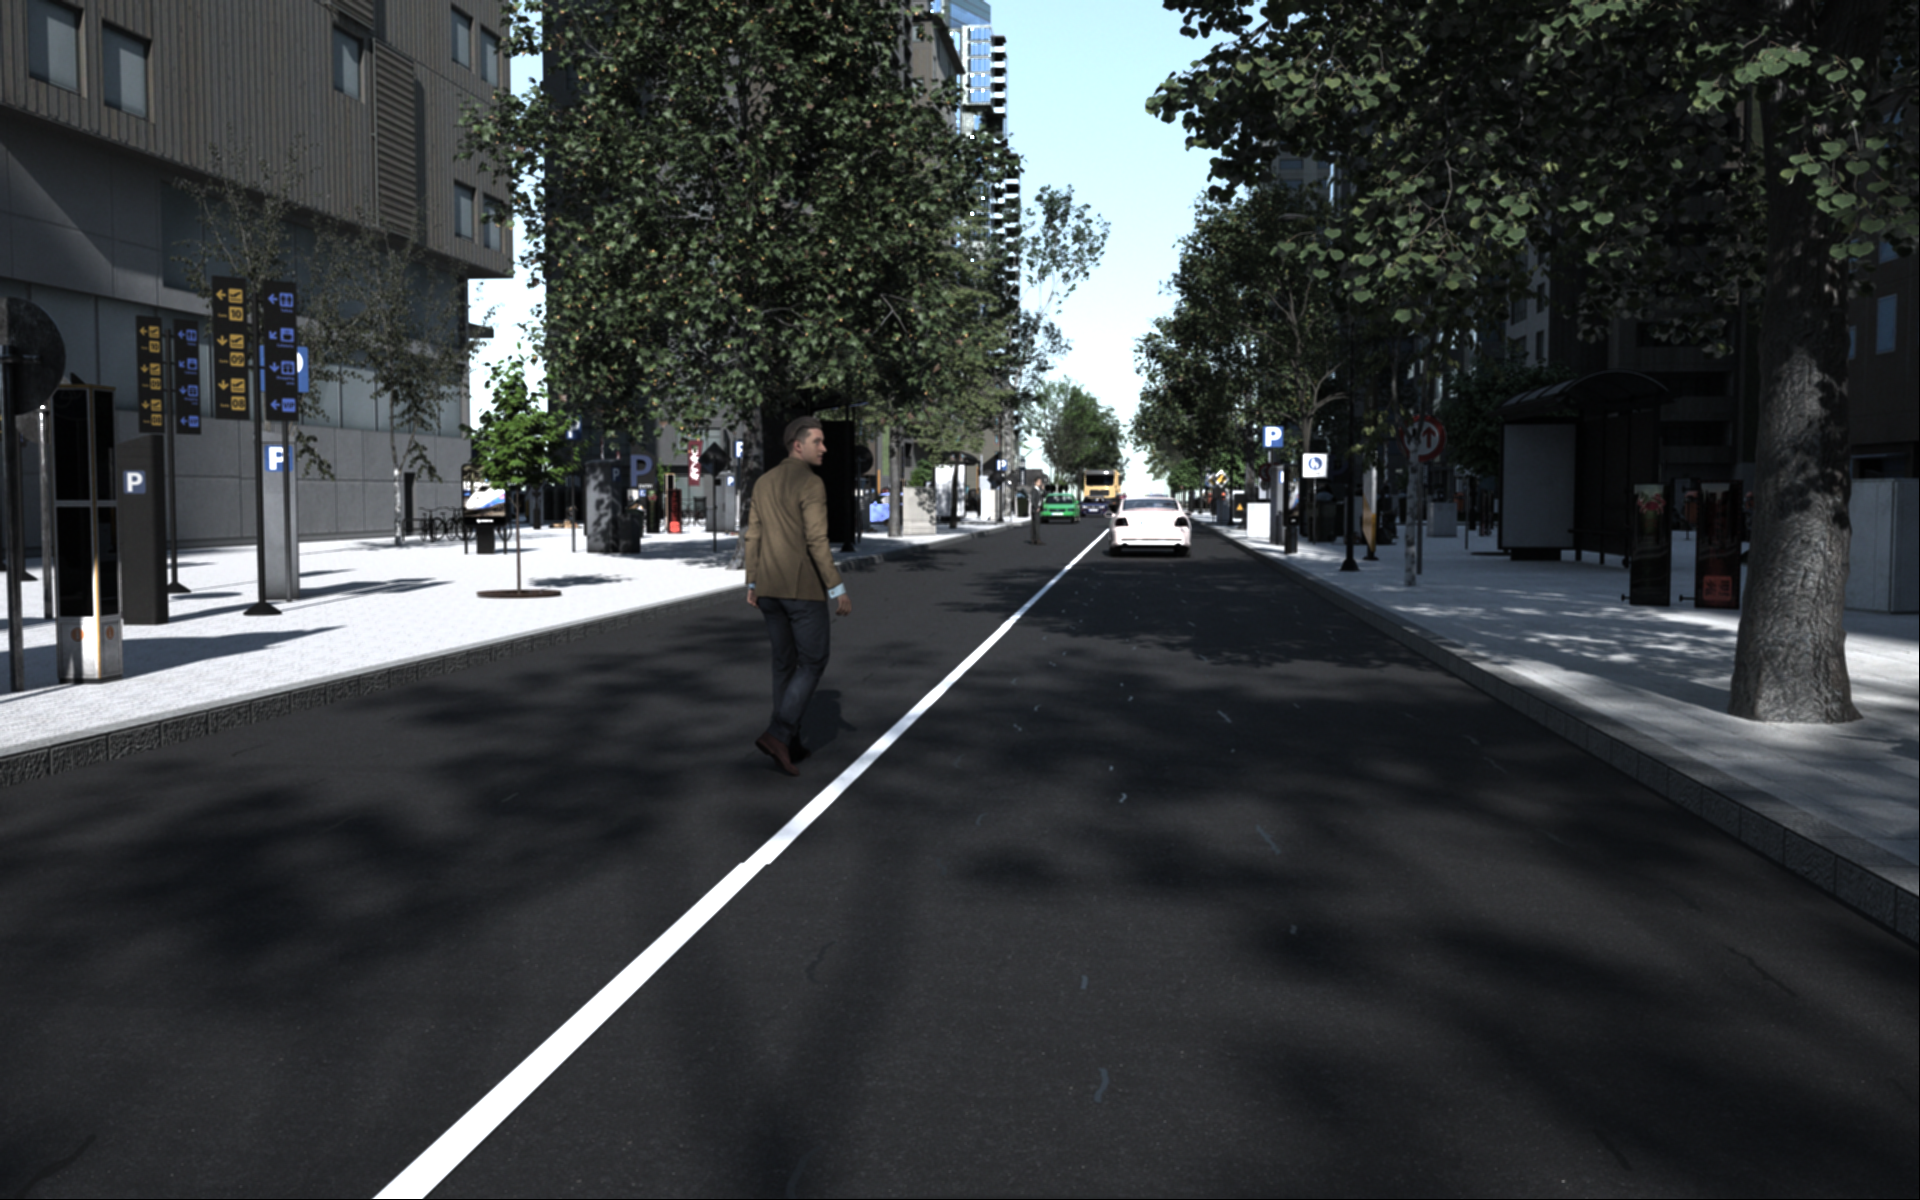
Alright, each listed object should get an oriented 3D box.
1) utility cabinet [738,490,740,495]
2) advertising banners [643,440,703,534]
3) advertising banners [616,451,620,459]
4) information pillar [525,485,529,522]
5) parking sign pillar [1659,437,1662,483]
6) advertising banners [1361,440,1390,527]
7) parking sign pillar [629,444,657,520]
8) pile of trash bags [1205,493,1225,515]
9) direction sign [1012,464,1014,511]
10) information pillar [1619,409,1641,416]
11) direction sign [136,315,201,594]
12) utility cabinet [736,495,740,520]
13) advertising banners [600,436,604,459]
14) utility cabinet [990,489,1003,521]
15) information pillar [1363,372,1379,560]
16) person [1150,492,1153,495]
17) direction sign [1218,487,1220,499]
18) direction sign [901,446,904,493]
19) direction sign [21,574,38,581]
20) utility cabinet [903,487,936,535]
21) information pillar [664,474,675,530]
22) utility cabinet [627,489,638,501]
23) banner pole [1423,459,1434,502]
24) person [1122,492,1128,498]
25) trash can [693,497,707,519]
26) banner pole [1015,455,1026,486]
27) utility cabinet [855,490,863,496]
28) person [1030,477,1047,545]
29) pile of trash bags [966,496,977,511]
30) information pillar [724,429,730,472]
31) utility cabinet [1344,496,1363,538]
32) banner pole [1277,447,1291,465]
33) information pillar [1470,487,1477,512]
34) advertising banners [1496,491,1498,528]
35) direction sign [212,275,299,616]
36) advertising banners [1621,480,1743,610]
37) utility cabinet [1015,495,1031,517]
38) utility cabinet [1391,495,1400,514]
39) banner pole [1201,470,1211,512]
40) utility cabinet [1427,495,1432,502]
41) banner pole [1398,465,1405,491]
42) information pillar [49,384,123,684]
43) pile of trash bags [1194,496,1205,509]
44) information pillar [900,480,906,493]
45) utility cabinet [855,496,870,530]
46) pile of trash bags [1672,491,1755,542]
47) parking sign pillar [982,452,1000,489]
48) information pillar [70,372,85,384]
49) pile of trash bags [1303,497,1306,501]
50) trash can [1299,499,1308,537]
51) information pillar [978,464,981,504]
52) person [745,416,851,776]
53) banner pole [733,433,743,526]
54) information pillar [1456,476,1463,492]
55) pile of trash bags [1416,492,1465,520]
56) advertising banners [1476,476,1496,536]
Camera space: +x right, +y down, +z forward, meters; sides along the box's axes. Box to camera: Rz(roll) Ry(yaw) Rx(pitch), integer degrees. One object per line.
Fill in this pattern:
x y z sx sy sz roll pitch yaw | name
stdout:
-11.373 -5.089 91.877 0.318 1.500 1.173 -2 4 -32 | utility cabinet
-9.296 -3.670 56.187 2.074 3.025 0.090 1 4 13 | advertising banners
-14.132 -4.546 70.512 0.090 3.025 2.074 -2 4 -27 | advertising banners
-20.106 -5.477 80.911 0.504 3.616 0.183 1 4 21 | information pillar
32.513 -5.707 81.785 1.447 3.967 1.447 -2 4 -29 | parking sign pillar
13.446 -3.648 55.838 0.090 3.025 2.074 2 4 35 | advertising banners
-15.648 -5.941 85.614 1.447 3.967 1.447 0 4 3 | parking sign pillar
16.123 -5.824 104.969 1.912 1.369 3.447 0 4 2 | pile of trash bags
3.983 -8.514 131.201 0.379 3.537 0.876 0 3 0 | direction sign
15.124 -2.923 39.143 0.504 3.616 0.183 2 4 24 | information pillar
-10.199 -1.859 22.393 0.379 3.537 0.876 2 4 30 | direction sign
-10.838 -4.640 87.021 0.306 1.237 1.020 -3 5 -40 | utility cabinet
-10.762 -3.371 51.309 0.090 3.025 2.074 0 4 2 | advertising banners
1.764 -4.560 83.243 0.318 1.500 1.173 1 4 18 | utility cabinet
7.969 -2.586 33.629 0.183 3.616 0.504 -1 4 -9 | information pillar
30.492 -16.424 276.903 0.709 1.838 0.599 -2 4 -33 | person
17.363 -7.589 116.076 0.876 3.537 0.379 -2 4 -28 | direction sign
-2.718 -5.504 81.981 0.379 3.537 0.876 -1 4 -9 | direction sign
-13.862 -2.050 25.518 0.876 3.537 0.379 2 4 24 | direction sign
-1.248 -2.751 53.658 0.318 1.500 1.173 3 5 44 | utility cabinet
-10.434 -3.531 62.218 0.304 2.012 0.304 -2 4 -27 | information pillar
-29.153 -8.860 153.544 1.173 1.500 0.318 0 4 1 | utility cabinet
24.129 -6.066 89.199 0.863 3.779 0.401 2 4 29 | banner pole
23.156 -14.293 242.871 1.217 1.739 0.721 -3 5 -40 | person
-13.446 -4.768 89.607 0.748 1.137 0.748 0 3 0 | trash can
3.869 -7.349 110.180 0.863 3.779 0.401 -3 4 -38 | banner pole
-5.482 -4.797 87.112 1.173 1.500 0.318 -1 4 -12 | utility cabinet
2.232 -2.525 49.138 0.474 1.900 0.648 0 4 4 | person
1.397 -7.604 134.074 1.912 1.369 3.447 3 5 44 | pile of trash bags
-8.366 -4.331 62.174 0.183 3.616 0.504 -2 4 -25 | information pillar
10.354 -2.083 45.226 0.306 1.237 1.020 3 4 36 | utility cabinet
15.357 -5.662 82.584 0.863 3.779 0.401 2 4 23 | banner pole
33.859 -6.706 114.132 0.304 2.012 0.304 -1 4 -14 | information pillar
19.651 -4.057 62.518 0.090 3.025 2.074 -2 4 -28 | advertising banners
-7.428 -1.611 18.337 0.876 3.537 0.379 -3 5 -45 | direction sign
8.455 -1.415 19.324 2.074 3.025 0.090 3 5 43 | advertising banners
3.659 -5.338 98.444 1.020 1.237 0.306 1 4 21 | utility cabinet
27.318 -5.896 107.561 1.020 1.237 0.306 0 4 7 | utility cabinet
17.665 -8.238 124.700 0.863 3.779 0.401 0 4 2 | banner pole
26.656 -5.324 98.203 0.306 1.237 1.020 1 4 19 | utility cabinet
38.400 -9.817 150.529 0.401 3.779 0.863 -2 4 -32 | banner pole
-5.936 -0.445 11.770 0.304 2.012 0.304 0 4 3 | information pillar
20.573 -8.224 144.208 1.912 1.369 3.447 0 4 -4 | pile of trash bags
-2.973 -5.175 89.102 0.304 2.012 0.304 2 4 23 | information pillar
-3.719 -3.096 61.786 1.020 1.237 0.306 0 4 5 | utility cabinet
21.187 -2.296 47.298 1.912 1.369 3.447 -2 4 -25 | pile of trash bags
2.017 -7.572 112.275 1.447 3.967 1.447 2 4 29 | parking sign pillar
-16.929 -2.580 33.542 0.183 3.616 0.504 3 4 39 | information pillar
28.928 -8.482 148.436 3.447 1.369 1.912 1 4 21 | pile of trash bags
10.471 -2.459 51.858 0.748 1.137 0.748 0 3 0 | trash can
1.570 -8.346 127.819 0.504 3.616 0.183 -2 4 -31 | information pillar
-0.855 -0.039 9.043 0.656 1.842 0.836 1 4 13 | person
-8.841 -4.856 69.407 0.863 3.779 0.401 2 4 32 | banner pole
27.675 -6.397 95.939 0.504 3.616 0.183 -3 5 -42 | information pillar
23.304 -4.508 83.460 1.912 1.369 3.447 -1 4 -15 | pile of trash bags
15.938 -3.459 52.743 0.090 3.025 2.074 2 4 30 | advertising banners
